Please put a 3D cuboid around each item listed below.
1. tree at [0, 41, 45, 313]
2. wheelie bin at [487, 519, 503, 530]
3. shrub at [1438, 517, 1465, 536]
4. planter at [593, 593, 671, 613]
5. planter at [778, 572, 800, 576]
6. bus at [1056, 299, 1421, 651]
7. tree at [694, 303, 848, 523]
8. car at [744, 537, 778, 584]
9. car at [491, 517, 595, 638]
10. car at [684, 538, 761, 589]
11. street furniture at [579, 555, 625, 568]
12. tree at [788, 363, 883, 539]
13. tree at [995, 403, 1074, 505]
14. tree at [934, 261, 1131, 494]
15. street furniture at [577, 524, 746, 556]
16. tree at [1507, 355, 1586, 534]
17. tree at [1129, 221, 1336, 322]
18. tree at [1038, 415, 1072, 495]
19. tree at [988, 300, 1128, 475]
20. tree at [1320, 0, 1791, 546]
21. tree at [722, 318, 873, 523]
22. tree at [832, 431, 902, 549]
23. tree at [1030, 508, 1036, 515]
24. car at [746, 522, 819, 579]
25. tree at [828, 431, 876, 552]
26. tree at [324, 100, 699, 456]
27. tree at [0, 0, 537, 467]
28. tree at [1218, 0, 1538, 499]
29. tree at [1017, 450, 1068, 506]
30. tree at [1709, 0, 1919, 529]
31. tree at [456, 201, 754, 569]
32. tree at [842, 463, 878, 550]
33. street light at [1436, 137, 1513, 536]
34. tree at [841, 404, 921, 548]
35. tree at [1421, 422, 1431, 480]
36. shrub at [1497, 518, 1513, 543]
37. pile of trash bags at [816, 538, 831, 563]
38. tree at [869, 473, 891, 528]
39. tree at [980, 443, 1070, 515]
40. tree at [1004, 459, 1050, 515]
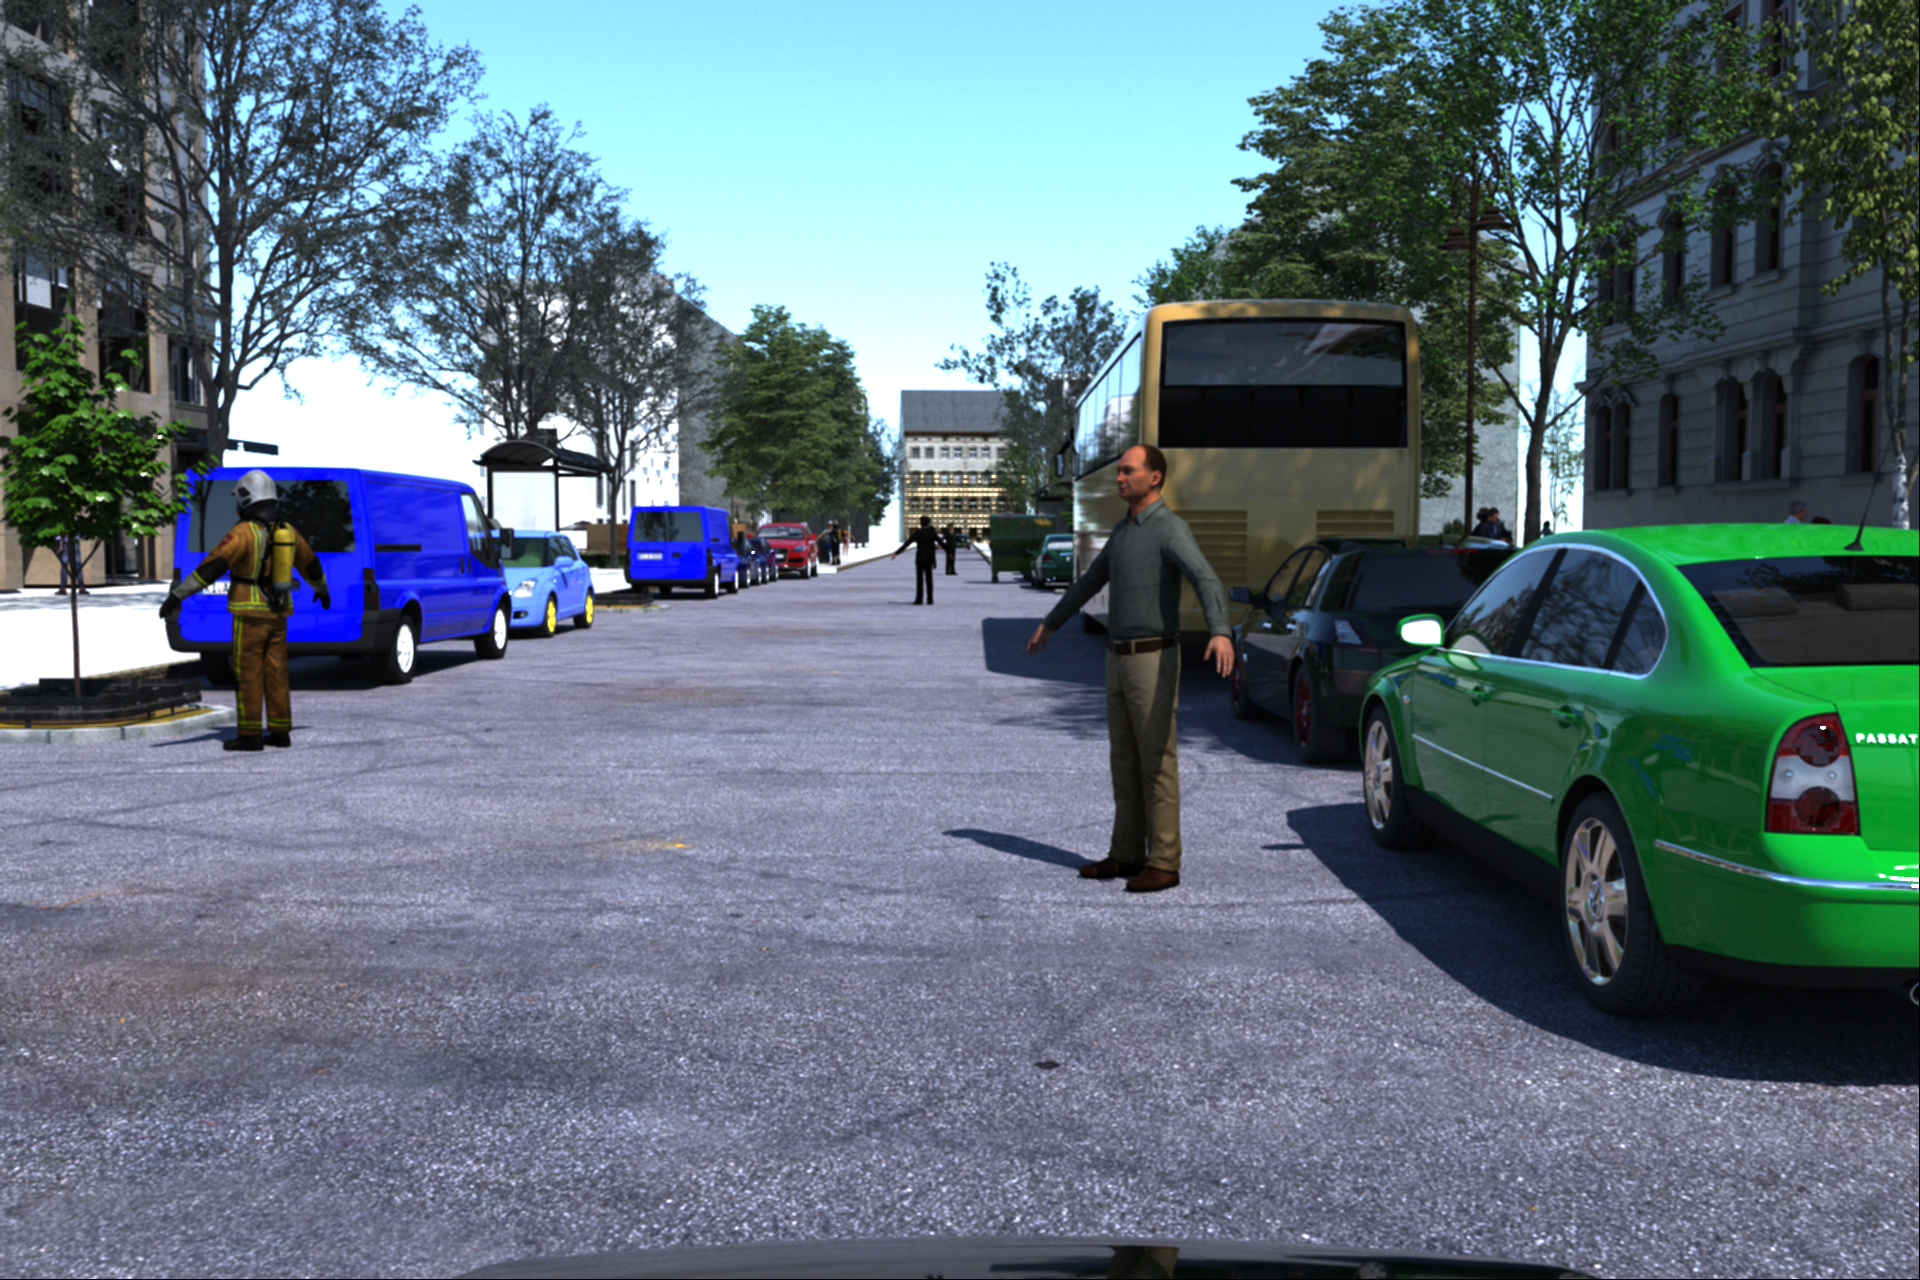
[{"bbox_3d":[-12.373,-4.122,17.755,4.360,8.622,3.978,0,3,0],"label":"tree"},{"bbox_3d":[-9.661,-1.705,35.789,0.693,1.594,0.980,0,4,1],"label":"wheelie bin"},{"bbox_3d":[22.850,-4.639,79.885,1.661,2.075,1.752,0,3,0],"label":"shrub"},{"bbox_3d":[-6.479,-0.688,32.381,1.991,0.319,1.994,0,4,0],"label":"planter"},{"bbox_3d":[-6.465,-2.403,60.421,1.991,0.319,1.994,0,4,1],"label":"planter"},{"bbox_3d":[2.931,-1.840,21.631,2.896,3.916,12.252,0,4,0],"label":"bus"},{"bbox_3d":[-9.265,-10.262,85.914,7.486,12.596,7.792,0,3,0],"label":"tree"},{"bbox_3d":[-6.358,-2.339,50.816,1.945,1.354,3.894,0,3,0],"label":"car"},{"bbox_3d":[-6.453,-0.942,24.997,1.945,1.707,3.694,0,4,0],"label":"car"},{"bbox_3d":[-6.409,-2.093,46.808,1.945,1.354,3.894,0,4,0],"label":"car"},{"bbox_3d":[-12.968,-3.142,67.001,10.072,0.657,5.734,0,4,-3],"label":"street furniture"},{"bbox_3d":[-8.951,-12.011,114.501,7.486,12.596,7.792,0,3,0],"label":"tree"},{"bbox_3d":[6.563,-12.789,134.857,9.928,11.665,9.643,0,3,0],"label":"tree"},{"bbox_3d":[4.708,-16.260,121.746,12.611,20.169,13.585,0,3,0],"label":"tree"},{"bbox_3d":[-13.100,-4.115,74.128,11.010,1.723,9.812,3,5,42],"label":"street furniture"},{"bbox_3d":[23.980,-7.341,70.393,4.360,8.622,3.978,0,3,0],"label":"tree"},{"bbox_3d":[8.865,-8.070,57.697,9.928,11.665,9.643,0,3,0],"label":"tree"},{"bbox_3d":[6.110,-9.615,107.566,4.360,8.622,3.978,0,3,0],"label":"tree"},{"bbox_3d":[6.264,-11.022,90.578,12.009,13.543,11.850,0,3,0],"label":"tree"},{"bbox_3d":[9.501,-6.262,28.137,9.928,11.665,9.643,0,3,0],"label":"tree"},{"bbox_3d":[-9.606,-11.981,102.549,9.857,13.997,8.962,0,3,0],"label":"tree"},{"bbox_3d":[-8.994,-13.115,148.845,8.767,10.594,7.601,0,4,5],"label":"tree"},{"bbox_3d":[12.455,-19.036,261.600,4.737,8.622,4.395,0,3,0],"label":"tree"},{"bbox_3d":[-5.775,-2.932,56.615,2.281,1.827,5.304,0,4,0],"label":"car"},{"bbox_3d":[-9.624,-11.644,124.797,7.601,10.594,8.767,0,4,-7],"label":"tree"},{"bbox_3d":[-12.606,-8.508,49.478,12.009,13.543,11.850,0,3,0],"label":"tree"},{"bbox_3d":[-12.239,-7.221,28.431,12.009,13.543,11.850,0,3,0],"label":"tree"},{"bbox_3d":[8.863,-7.339,38.121,7.486,12.596,7.792,0,3,0],"label":"tree"},{"bbox_3d":[6.135,-11.707,141.764,4.360,8.622,3.978,0,3,0],"label":"tree"},{"bbox_3d":[9.194,-4.035,16.327,4.737,8.622,4.395,0,3,0],"label":"tree"},{"bbox_3d":[-12.744,-9.366,63.511,12.009,13.543,11.850,0,3,0],"label":"tree"},{"bbox_3d":[-9.400,-11.776,142.902,4.360,8.622,3.978,0,3,0],"label":"tree"},{"bbox_3d":[6.111,-2.932,20.726,0.468,5.910,1.993,0,4,0],"label":"street light"},{"bbox_3d":[-9.162,-15.486,163.560,12.009,13.543,11.850,0,3,0],"label":"tree"},{"bbox_3d":[17.105,-8.594,74.924,7.601,10.594,8.767,1,4,13],"label":"tree"},{"bbox_3d":[20.042,-3.752,65.382,1.661,2.075,1.752,0,3,0],"label":"shrub"},{"bbox_3d":[-6.662,-4.050,75.977,1.912,1.369,3.447,0,4,2],"label":"pile of trash bags"},{"bbox_3d":[-14.804,-21.664,260.857,9.857,13.997,8.962,0,3,0],"label":"tree"},{"bbox_3d":[6.403,-13.980,162.978,8.767,10.594,7.601,-2,4,-24],"label":"tree"},{"bbox_3d":[6.450,-12.111,148.372,4.360,8.622,3.978,0,3,0],"label":"tree"}]
